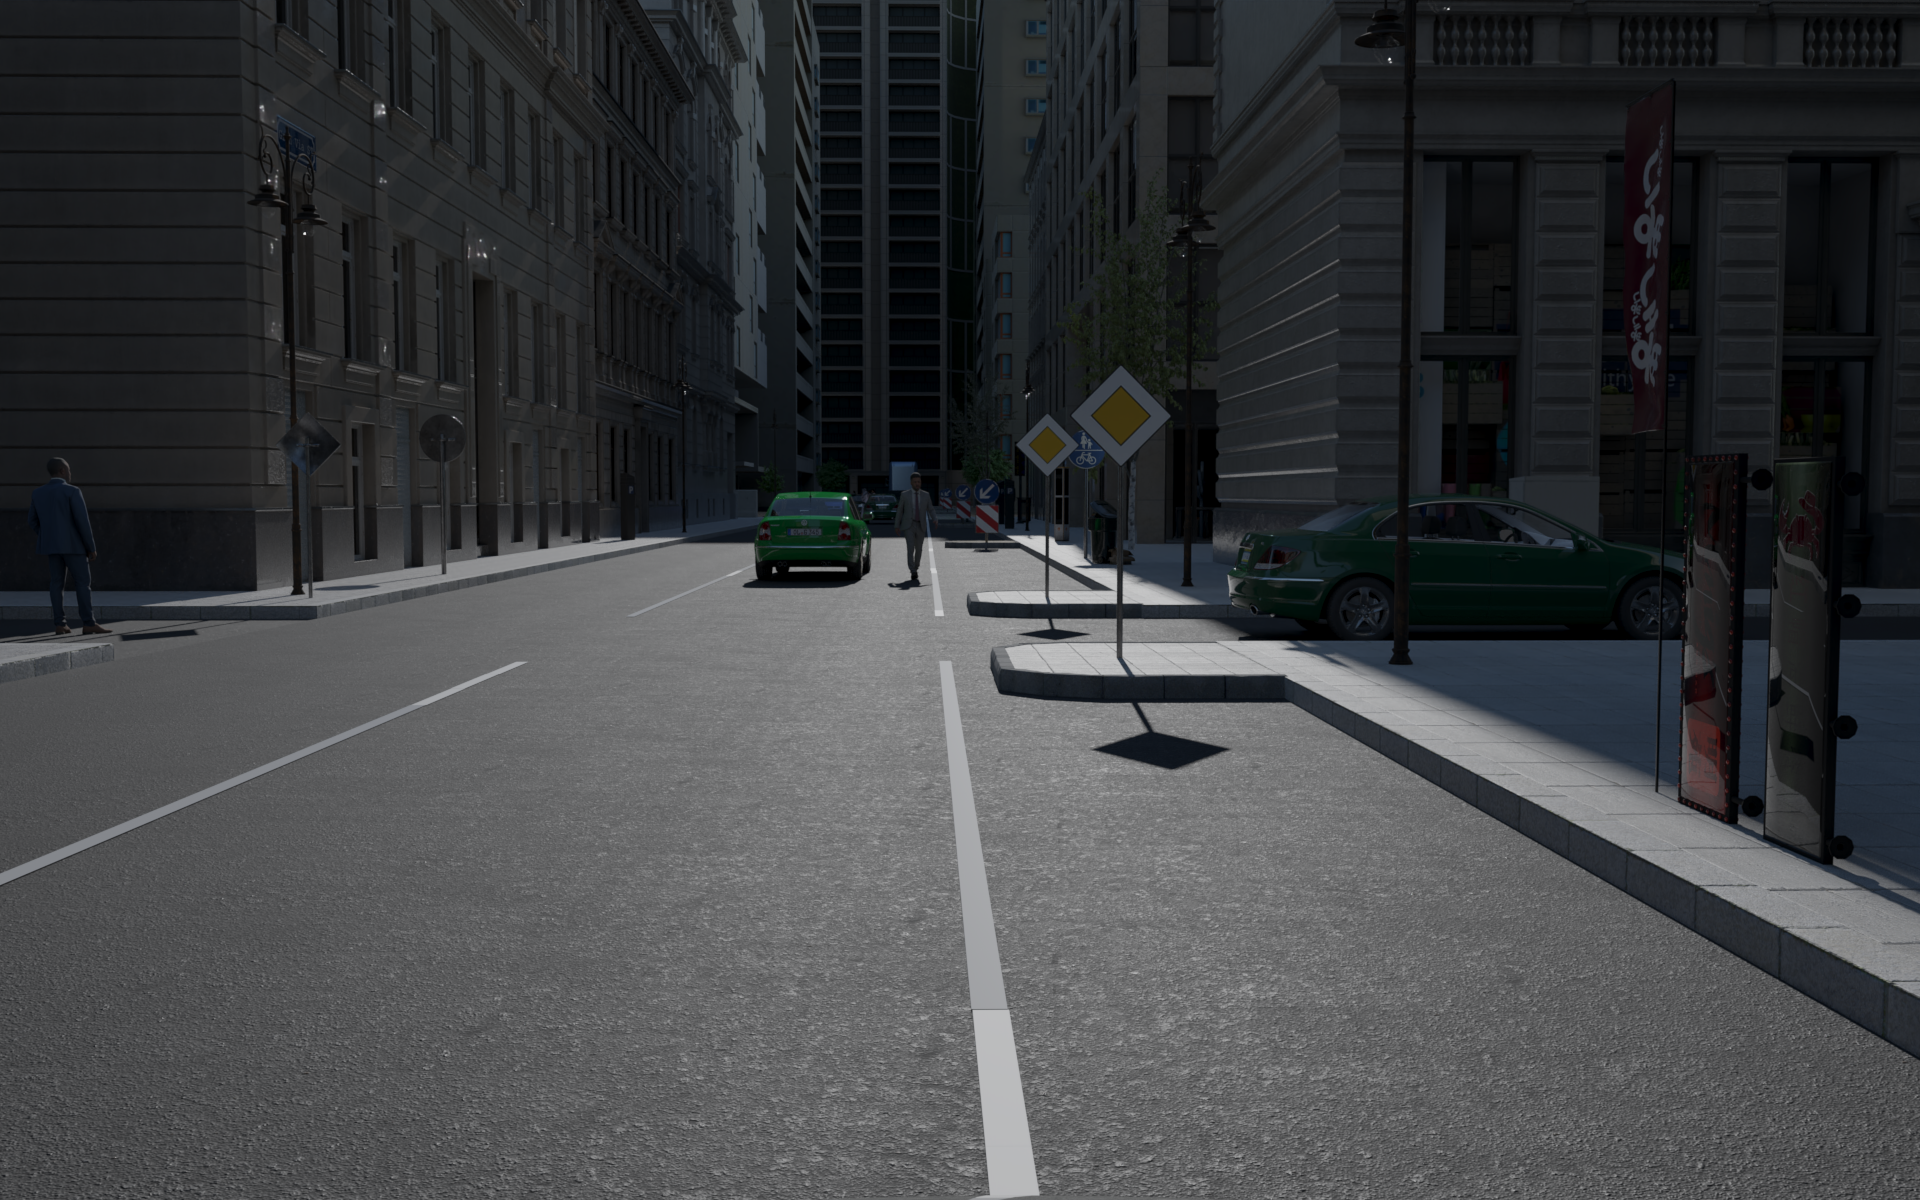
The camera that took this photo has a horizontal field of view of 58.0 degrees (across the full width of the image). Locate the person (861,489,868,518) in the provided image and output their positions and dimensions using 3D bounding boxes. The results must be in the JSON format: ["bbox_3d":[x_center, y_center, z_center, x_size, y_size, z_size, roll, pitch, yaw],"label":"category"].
[{"bbox_3d":[-5.460,-5.499,99.075,0.621,1.740,0.551,-1,4,-13],"label":"person"}]

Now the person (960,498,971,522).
[{"bbox_3d":[0.254,-4.879,88.082,0.655,1.846,0.447,-2,4,-29],"label":"person"}]

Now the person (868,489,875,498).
[{"bbox_3d":[-5.242,-5.770,103.546,1.217,1.736,0.721,3,4,38],"label":"person"}]

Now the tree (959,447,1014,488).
[{"bbox_3d":[1.634,-7.430,105.199,4.285,4.588,4.351,0,3,0],"label":"tree"}]

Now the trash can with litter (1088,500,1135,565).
[{"bbox_3d":[2.826,-1.245,31.744,0.624,1.170,1.055,-2,4,-33],"label":"trash can with litter"}]

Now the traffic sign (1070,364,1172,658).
[{"bbox_3d":[1.246,-0.603,13.503,0.795,2.450,0.064,0,4,-1],"label":"traffic sign"}]

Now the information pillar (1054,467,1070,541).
[{"bbox_3d":[2.767,-2.599,46.982,0.304,2.012,0.304,3,4,38],"label":"information pillar"}]

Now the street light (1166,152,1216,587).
[{"bbox_3d":[3.158,-3.125,23.881,0.468,5.910,1.993,0,4,-1],"label":"street light"}]

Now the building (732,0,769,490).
[{"bbox_3d":[-30.288,-36.987,193.976,27.495,52.752,28.713,0,4,-1],"label":"building"}]

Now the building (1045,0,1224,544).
[{"bbox_3d":[13.788,-15.677,60.834,19.350,26.468,34.151,0,4,-1],"label":"building"}]

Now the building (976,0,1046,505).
[{"bbox_3d":[12.318,-31.975,146.498,21.300,48.544,21.600,0,4,-1],"label":"building"}]

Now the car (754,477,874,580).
[{"bbox_3d":[-2.516,-1.318,30.342,1.959,1.807,4.718,0,4,0],"label":"car"}]

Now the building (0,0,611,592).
[{"bbox_3d":[-15.167,-14.480,34.007,12.463,27.353,25.104,0,4,-1],"label":"building"}]

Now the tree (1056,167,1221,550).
[{"bbox_3d":[4.056,-5.486,40.051,4.737,8.622,4.395,0,3,0],"label":"tree"}]

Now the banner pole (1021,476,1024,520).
[{"bbox_3d":[3.001,-5.838,85.472,0.401,3.779,0.863,0,4,8],"label":"banner pole"}]

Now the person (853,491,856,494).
[{"bbox_3d":[-8.995,-8.357,145.927,0.721,1.735,1.217,3,4,38],"label":"person"}]

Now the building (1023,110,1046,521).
[{"bbox_3d":[8.550,-14.551,87.057,9.793,20.994,18.267,0,4,-1],"label":"building"}]

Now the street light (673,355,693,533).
[{"bbox_3d":[-9.194,-5.186,57.579,0.468,5.910,1.993,0,4,-1],"label":"street light"}]

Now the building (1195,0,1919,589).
[{"bbox_3d":[14.118,-12.147,27.486,19.941,23.489,11.050,0,4,-1],"label":"building"}]

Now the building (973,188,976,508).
[{"bbox_3d":[8.230,-24.042,164.789,14.160,30.474,14.107,0,4,-1],"label":"building"}]

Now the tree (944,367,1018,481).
[{"bbox_3d":[1.282,-9.142,99.826,4.360,8.622,3.978,0,3,0],"label":"tree"}]

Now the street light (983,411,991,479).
[{"bbox_3d":[1.508,-7.544,96.130,0.468,5.910,1.993,0,4,-1],"label":"street light"}]

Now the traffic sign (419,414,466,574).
[{"bbox_3d":[-8.255,-1.684,27.638,0.768,2.556,0.104,0,4,5],"label":"traffic sign"}]

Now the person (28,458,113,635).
[{"bbox_3d":[-9.120,-0.550,17.682,0.721,1.800,0.419,0,3,0],"label":"person"}]

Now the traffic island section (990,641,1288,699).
[{"bbox_3d":[1.270,0.532,13.581,2.009,0.180,2.903,0,4,-1],"label":"traffic island section"}]

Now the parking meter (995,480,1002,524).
[{"bbox_3d":[1.681,-4.130,73.237,0.255,1.863,0.399,3,5,42],"label":"parking meter"}]

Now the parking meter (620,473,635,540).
[{"bbox_3d":[-9.264,-2.606,48.318,0.255,1.863,0.399,2,4,27],"label":"parking meter"}]

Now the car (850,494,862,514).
[{"bbox_3d":[-6.886,-6.245,111.894,2.009,1.686,4.222,0,4,-1],"label":"car"}]

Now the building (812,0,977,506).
[{"bbox_3d":[-6.143,-45.932,189.238,20.611,71.187,20.563,0,4,-1],"label":"building"}]

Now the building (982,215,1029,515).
[{"bbox_3d":[15.823,-16.950,122.171,27.650,21.520,28.899,0,4,-1],"label":"building"}]

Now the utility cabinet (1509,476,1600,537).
[{"bbox_3d":[7.481,-0.806,21.862,1.173,1.500,0.318,-1,4,-22],"label":"utility cabinet"}]

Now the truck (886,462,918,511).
[{"bbox_3d":[-4.517,-9.117,138.817,2.967,4.110,18.799,0,4,-2],"label":"truck"}]

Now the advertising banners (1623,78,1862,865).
[{"bbox_3d":[3.002,-0.652,6.845,0.090,3.025,2.074,0,3,0],"label":"advertising banners"}]

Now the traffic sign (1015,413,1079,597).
[{"bbox_3d":[1.080,-1.091,21.487,0.795,2.450,0.064,0,4,-1],"label":"traffic sign"}]

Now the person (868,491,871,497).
[{"bbox_3d":[-7.932,-8.617,150.095,0.721,1.736,1.217,-2,4,-27],"label":"person"}]

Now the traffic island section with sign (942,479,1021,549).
[{"bbox_3d":[0.587,-2.316,46.491,1.989,1.847,2.006,0,4,-1],"label":"traffic island section with sign"}]

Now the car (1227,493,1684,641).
[{"bbox_3d":[5.172,-0.341,17.372,4.920,1.459,2.131,0,4,-2],"label":"car"}]

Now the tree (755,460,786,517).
[{"bbox_3d":[-10.672,-6.261,96.975,1.663,3.219,1.824,0,3,0],"label":"tree"}]

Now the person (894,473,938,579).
[{"bbox_3d":[-0.750,-1.251,29.229,0.678,1.792,0.850,-1,4,-13],"label":"person"}]

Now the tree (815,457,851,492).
[{"bbox_3d":[-11.247,-10.365,153.178,4.285,4.588,4.351,0,3,0],"label":"tree"}]

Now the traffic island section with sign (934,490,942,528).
[{"bbox_3d":[0.018,-3.999,74.016,1.989,1.847,2.006,0,4,-1],"label":"traffic island section with sign"}]

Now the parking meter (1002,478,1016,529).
[{"bbox_3d":[1.854,-3.561,63.929,0.399,1.863,0.255,0,4,1],"label":"parking meter"}]

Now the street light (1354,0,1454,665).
[{"bbox_3d":[3.326,-2.453,12.893,0.468,5.910,1.993,0,4,-1],"label":"street light"}]

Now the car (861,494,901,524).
[{"bbox_3d":[-3.733,-4.392,83.607,2.131,1.459,4.920,0,4,-2],"label":"car"}]

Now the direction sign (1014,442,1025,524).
[{"bbox_3d":[2.588,-5.075,74.977,0.379,3.537,0.876,2,4,32],"label":"direction sign"}]

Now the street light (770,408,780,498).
[{"bbox_3d":[-9.955,-7.365,93.213,0.468,5.910,1.993,0,4,-1],"label":"street light"}]

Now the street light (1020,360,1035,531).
[{"bbox_3d":[2.337,-5.339,60.083,0.468,5.910,1.993,0,4,-1],"label":"street light"}]

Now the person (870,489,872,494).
[{"bbox_3d":[-8.087,-9.194,158.450,1.348,1.869,0.705,-2,4,-32],"label":"person"}]

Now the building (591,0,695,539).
[{"bbox_3d":[-15.128,-11.730,56.417,10.561,19.102,19.286,0,4,-1],"label":"building"}]

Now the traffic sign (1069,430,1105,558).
[{"bbox_3d":[2.510,-2.105,34.517,0.768,2.556,0.104,0,4,3],"label":"traffic sign"}]

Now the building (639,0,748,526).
[{"bbox_3d":[-17.467,-17.742,77.465,14.401,28.519,23.554,0,4,-1],"label":"building"}]

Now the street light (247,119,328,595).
[{"bbox_3d":[-8.446,-3.005,21.914,0.468,5.910,1.993,0,4,-1],"label":"street light"}]

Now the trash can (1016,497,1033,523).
[{"bbox_3d":[2.877,-4.037,77.656,0.748,1.137,0.748,0,3,0],"label":"trash can"}]

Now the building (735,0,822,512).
[{"bbox_3d":[-24.034,-32.803,160.031,21.600,48.544,21.300,0,4,-1],"label":"building"}]

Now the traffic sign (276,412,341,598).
[{"bbox_3d":[-8.012,-1.081,21.318,0.795,2.450,0.064,0,4,-1],"label":"traffic sign"}]

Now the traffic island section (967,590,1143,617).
[{"bbox_3d":[1.104,0.044,21.564,2.009,0.180,2.903,0,4,-1],"label":"traffic island section"}]

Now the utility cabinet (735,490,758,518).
[{"bbox_3d":[-11.518,-5.179,93.361,1.173,1.500,0.318,1,4,12],"label":"utility cabinet"}]
